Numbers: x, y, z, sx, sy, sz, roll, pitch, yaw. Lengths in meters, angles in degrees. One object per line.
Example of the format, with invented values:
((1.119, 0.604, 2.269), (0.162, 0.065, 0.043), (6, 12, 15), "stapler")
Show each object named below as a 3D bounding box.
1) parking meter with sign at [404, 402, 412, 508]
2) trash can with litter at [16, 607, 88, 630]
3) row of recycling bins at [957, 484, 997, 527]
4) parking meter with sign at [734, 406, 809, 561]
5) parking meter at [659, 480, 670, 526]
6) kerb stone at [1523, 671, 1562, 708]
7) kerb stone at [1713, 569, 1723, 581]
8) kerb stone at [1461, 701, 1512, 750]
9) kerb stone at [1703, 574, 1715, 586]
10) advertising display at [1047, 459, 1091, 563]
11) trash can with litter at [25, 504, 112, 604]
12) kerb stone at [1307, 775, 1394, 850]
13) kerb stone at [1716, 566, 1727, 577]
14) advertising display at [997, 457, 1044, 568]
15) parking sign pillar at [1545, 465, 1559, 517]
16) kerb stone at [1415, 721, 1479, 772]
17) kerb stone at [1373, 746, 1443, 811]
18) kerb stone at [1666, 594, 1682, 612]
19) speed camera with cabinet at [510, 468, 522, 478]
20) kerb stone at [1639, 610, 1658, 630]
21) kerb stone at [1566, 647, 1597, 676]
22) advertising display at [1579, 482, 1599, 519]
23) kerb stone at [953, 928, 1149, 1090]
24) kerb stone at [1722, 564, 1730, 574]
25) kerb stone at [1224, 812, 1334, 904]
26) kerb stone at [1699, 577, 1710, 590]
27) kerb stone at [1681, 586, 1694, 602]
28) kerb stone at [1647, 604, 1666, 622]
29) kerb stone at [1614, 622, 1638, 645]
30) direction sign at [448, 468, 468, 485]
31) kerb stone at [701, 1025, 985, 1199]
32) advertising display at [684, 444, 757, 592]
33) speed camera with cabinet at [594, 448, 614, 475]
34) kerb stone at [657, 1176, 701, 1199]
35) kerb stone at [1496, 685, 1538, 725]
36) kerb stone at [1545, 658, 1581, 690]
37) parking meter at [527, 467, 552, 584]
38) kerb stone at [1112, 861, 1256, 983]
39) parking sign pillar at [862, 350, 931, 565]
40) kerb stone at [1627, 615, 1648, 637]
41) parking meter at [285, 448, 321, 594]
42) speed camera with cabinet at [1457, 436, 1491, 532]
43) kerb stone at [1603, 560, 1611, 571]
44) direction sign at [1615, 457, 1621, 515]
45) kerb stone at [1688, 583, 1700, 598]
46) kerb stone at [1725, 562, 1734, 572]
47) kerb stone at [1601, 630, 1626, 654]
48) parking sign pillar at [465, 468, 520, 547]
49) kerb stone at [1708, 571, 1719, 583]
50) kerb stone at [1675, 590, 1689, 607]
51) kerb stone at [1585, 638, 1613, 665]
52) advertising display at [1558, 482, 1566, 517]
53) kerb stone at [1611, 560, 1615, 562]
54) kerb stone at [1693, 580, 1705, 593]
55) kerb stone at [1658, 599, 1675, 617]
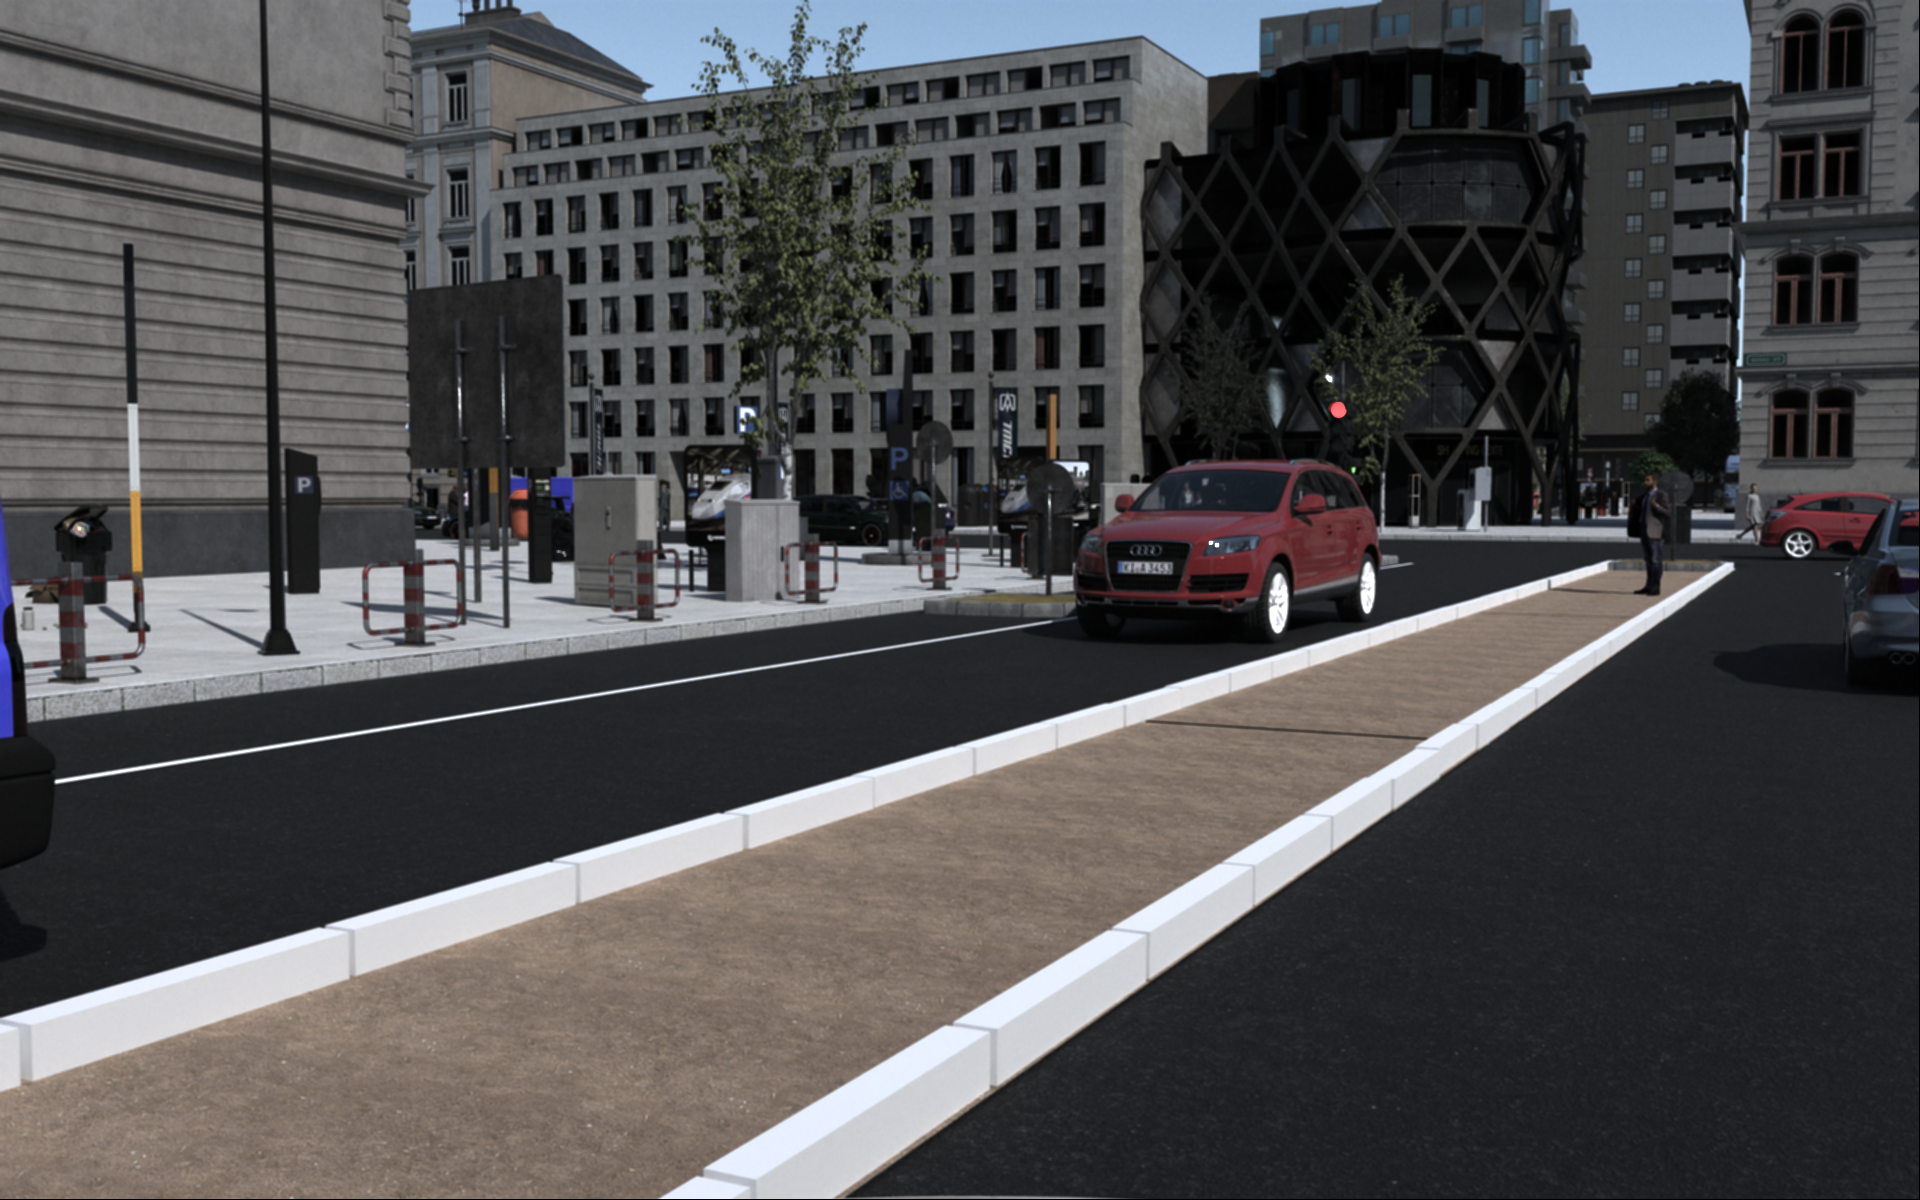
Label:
((-11.123, -2.271, 33.388), (1.738, 3.016, 0.543), (2, 4, 35), "parking meter with sign")
((-9.591, -0.328, 16.416), (2.233, 1.210, 1.678), (1, 4, 23), "trash can with litter")
((0.963, -3.807, 69.351), (1.069, 1.692, 3.534), (2, 4, 31), "row of recycling bins")
((-3.644, -2.297, 33.809), (1.738, 3.016, 0.543), (3, 5, 44), "parking meter with sign")
((-12.035, -3.972, 70.647), (0.399, 1.863, 0.255), (2, 4, 32), "parking meter")
((4.004, 0.630, 11.964), (0.120, 0.150, 1.000), (2, 4, 27), "kerb stone")
((12.385, -0.378, 28.434), (0.120, 0.150, 1.000), (2, 4, 27), "kerb stone")
((3.066, 0.738, 10.126), (0.120, 0.150, 1.000), (2, 4, 27), "kerb stone")
((11.456, -0.270, 26.607), (0.120, 0.150, 1.000), (2, 4, 27), "kerb stone")
((2.025, -1.651, 32.204), (0.974, 1.923, 0.123), (-3, 4, -36), "advertising display")
((-10.462, -0.541, 20.239), (1.055, 1.170, 0.624), (1, 4, 17), "trash can with litter")
((1.661, 0.906, 7.378), (0.120, 0.150, 1.000), (2, 4, 27), "kerb stone")
((12.851, -0.437, 29.348), (0.120, 0.150, 1.000), (2, 4, 27), "kerb stone")
((1.050, -1.522, 30.099), (0.974, 1.923, 0.123), (3, 5, 43), "advertising display")
((34.230, -6.773, 99.204), (1.447, 3.967, 1.447), (3, 4, 37), "parking sign pillar")
((2.590, 0.794, 9.218), (0.120, 0.150, 1.000), (2, 4, 27), "kerb stone")
((2.135, 0.856, 8.296), (0.120, 0.150, 1.000), (2, 4, 27), "kerb stone")
((8.665, 0.066, 21.124), (0.120, 0.150, 1.000), (2, 4, 27), "kerb stone")
((-20.971, -5.469, 83.761), (2.038, 3.252, 0.660), (1, 4, 13), "speed camera with cabinet")
((7.264, 0.234, 18.376), (0.120, 0.150, 1.000), (2, 4, 27), "kerb stone")
((4.930, 0.514, 13.799), (0.120, 0.150, 1.000), (2, 4, 27), "kerb stone")
((32.791, -5.205, 90.314), (0.974, 1.923, 0.123), (3, 5, 41), "advertising display")
((0.263, 1.074, 4.628), (0.120, 0.150, 1.000), (2, 4, 27), "kerb stone")
((13.314, -0.493, 30.262), (0.120, 0.150, 1.000), (2, 4, 27), "kerb stone")
((1.193, 0.962, 6.460), (0.120, 0.150, 1.000), (2, 4, 27), "kerb stone")
((10.991, -0.206, 25.695), (0.120, 0.150, 1.000), (2, 4, 27), "kerb stone")
((9.593, -0.046, 22.951), (0.120, 0.150, 1.000), (2, 4, 27), "kerb stone")
((7.726, 0.177, 19.296), (0.120, 0.150, 1.000), (2, 4, 27), "kerb stone")
((6.334, 0.345, 16.550), (0.120, 0.150, 1.000), (2, 4, 27), "kerb stone")
((-23.345, -5.418, 80.573), (0.876, 3.537, 0.379), (-1, 4, -18), "direction sign")
((-0.209, 1.131, 3.718), (0.120, 0.150, 1.000), (2, 4, 27), "kerb stone")
((-3.123, -1.067, 22.653), (0.974, 1.923, 0.123), (1, 4, 15), "advertising display")
((-14.811, -4.893, 74.334), (0.660, 3.252, 2.038), (2, 4, 30), "speed camera with cabinet")
((-0.669, 1.190, 2.799), (0.120, 0.150, 1.000), (2, 4, 27), "kerb stone")
((3.529, 0.688, 11.047), (0.120, 0.150, 1.000), (2, 4, 27), "kerb stone")
((4.466, 0.571, 12.879), (0.120, 0.150, 1.000), (2, 4, 27), "kerb stone")
((-6.055, -1.177, 24.947), (0.255, 1.863, 0.399), (-2, 4, -29), "parking meter")
((0.729, 1.018, 5.546), (0.120, 0.150, 1.000), (2, 4, 27), "kerb stone")
((-1.089, -2.648, 31.765), (1.447, 3.967, 1.447), (0, 3, 0), "parking sign pillar")
((6.797, 0.289, 17.464), (0.120, 0.150, 1.000), (2, 4, 27), "kerb stone")
((-8.458, -1.016, 22.327), (0.399, 1.863, 0.255), (-2, 4, -32), "parking meter")
((17.729, -3.999, 59.728), (0.660, 3.252, 2.038), (0, 3, 0), "speed camera with cabinet")
((11.907, -0.607, 32.112), (0.120, 0.150, 1.000), (2, 4, 27), "kerb stone")
((40.178, -6.962, 105.830), (0.379, 3.537, 0.876), (3, 4, 36), "direction sign")
((10.062, -0.102, 23.867), (0.120, 0.150, 1.000), (2, 4, 27), "kerb stone")
((13.789, -0.549, 31.179), (0.120, 0.150, 1.000), (2, 4, 27), "kerb stone")
((5.870, 0.401, 15.634), (0.120, 0.150, 1.000), (2, 4, 27), "kerb stone")
((-11.645, -3.322, 42.792), (1.447, 3.967, 1.447), (3, 5, 43), "parking sign pillar")
((11.919, -0.326, 27.521), (0.120, 0.150, 1.000), (2, 4, 27), "kerb stone")
((9.132, 0.010, 22.036), (0.120, 0.150, 1.000), (2, 4, 27), "kerb stone")
((5.401, 0.458, 14.721), (0.120, 0.150, 1.000), (2, 4, 27), "kerb stone")
((33.433, -5.562, 96.151), (0.123, 1.923, 0.974), (0, 4, 2), "advertising display")
((12.366, -0.663, 33.028), (0.120, 0.150, 1.000), (2, 4, 27), "kerb stone")
((10.525, -0.157, 24.782), (0.120, 0.150, 1.000), (2, 4, 27), "kerb stone")
((8.199, 0.122, 20.205), (0.120, 0.150, 1.000), (2, 4, 27), "kerb stone")
